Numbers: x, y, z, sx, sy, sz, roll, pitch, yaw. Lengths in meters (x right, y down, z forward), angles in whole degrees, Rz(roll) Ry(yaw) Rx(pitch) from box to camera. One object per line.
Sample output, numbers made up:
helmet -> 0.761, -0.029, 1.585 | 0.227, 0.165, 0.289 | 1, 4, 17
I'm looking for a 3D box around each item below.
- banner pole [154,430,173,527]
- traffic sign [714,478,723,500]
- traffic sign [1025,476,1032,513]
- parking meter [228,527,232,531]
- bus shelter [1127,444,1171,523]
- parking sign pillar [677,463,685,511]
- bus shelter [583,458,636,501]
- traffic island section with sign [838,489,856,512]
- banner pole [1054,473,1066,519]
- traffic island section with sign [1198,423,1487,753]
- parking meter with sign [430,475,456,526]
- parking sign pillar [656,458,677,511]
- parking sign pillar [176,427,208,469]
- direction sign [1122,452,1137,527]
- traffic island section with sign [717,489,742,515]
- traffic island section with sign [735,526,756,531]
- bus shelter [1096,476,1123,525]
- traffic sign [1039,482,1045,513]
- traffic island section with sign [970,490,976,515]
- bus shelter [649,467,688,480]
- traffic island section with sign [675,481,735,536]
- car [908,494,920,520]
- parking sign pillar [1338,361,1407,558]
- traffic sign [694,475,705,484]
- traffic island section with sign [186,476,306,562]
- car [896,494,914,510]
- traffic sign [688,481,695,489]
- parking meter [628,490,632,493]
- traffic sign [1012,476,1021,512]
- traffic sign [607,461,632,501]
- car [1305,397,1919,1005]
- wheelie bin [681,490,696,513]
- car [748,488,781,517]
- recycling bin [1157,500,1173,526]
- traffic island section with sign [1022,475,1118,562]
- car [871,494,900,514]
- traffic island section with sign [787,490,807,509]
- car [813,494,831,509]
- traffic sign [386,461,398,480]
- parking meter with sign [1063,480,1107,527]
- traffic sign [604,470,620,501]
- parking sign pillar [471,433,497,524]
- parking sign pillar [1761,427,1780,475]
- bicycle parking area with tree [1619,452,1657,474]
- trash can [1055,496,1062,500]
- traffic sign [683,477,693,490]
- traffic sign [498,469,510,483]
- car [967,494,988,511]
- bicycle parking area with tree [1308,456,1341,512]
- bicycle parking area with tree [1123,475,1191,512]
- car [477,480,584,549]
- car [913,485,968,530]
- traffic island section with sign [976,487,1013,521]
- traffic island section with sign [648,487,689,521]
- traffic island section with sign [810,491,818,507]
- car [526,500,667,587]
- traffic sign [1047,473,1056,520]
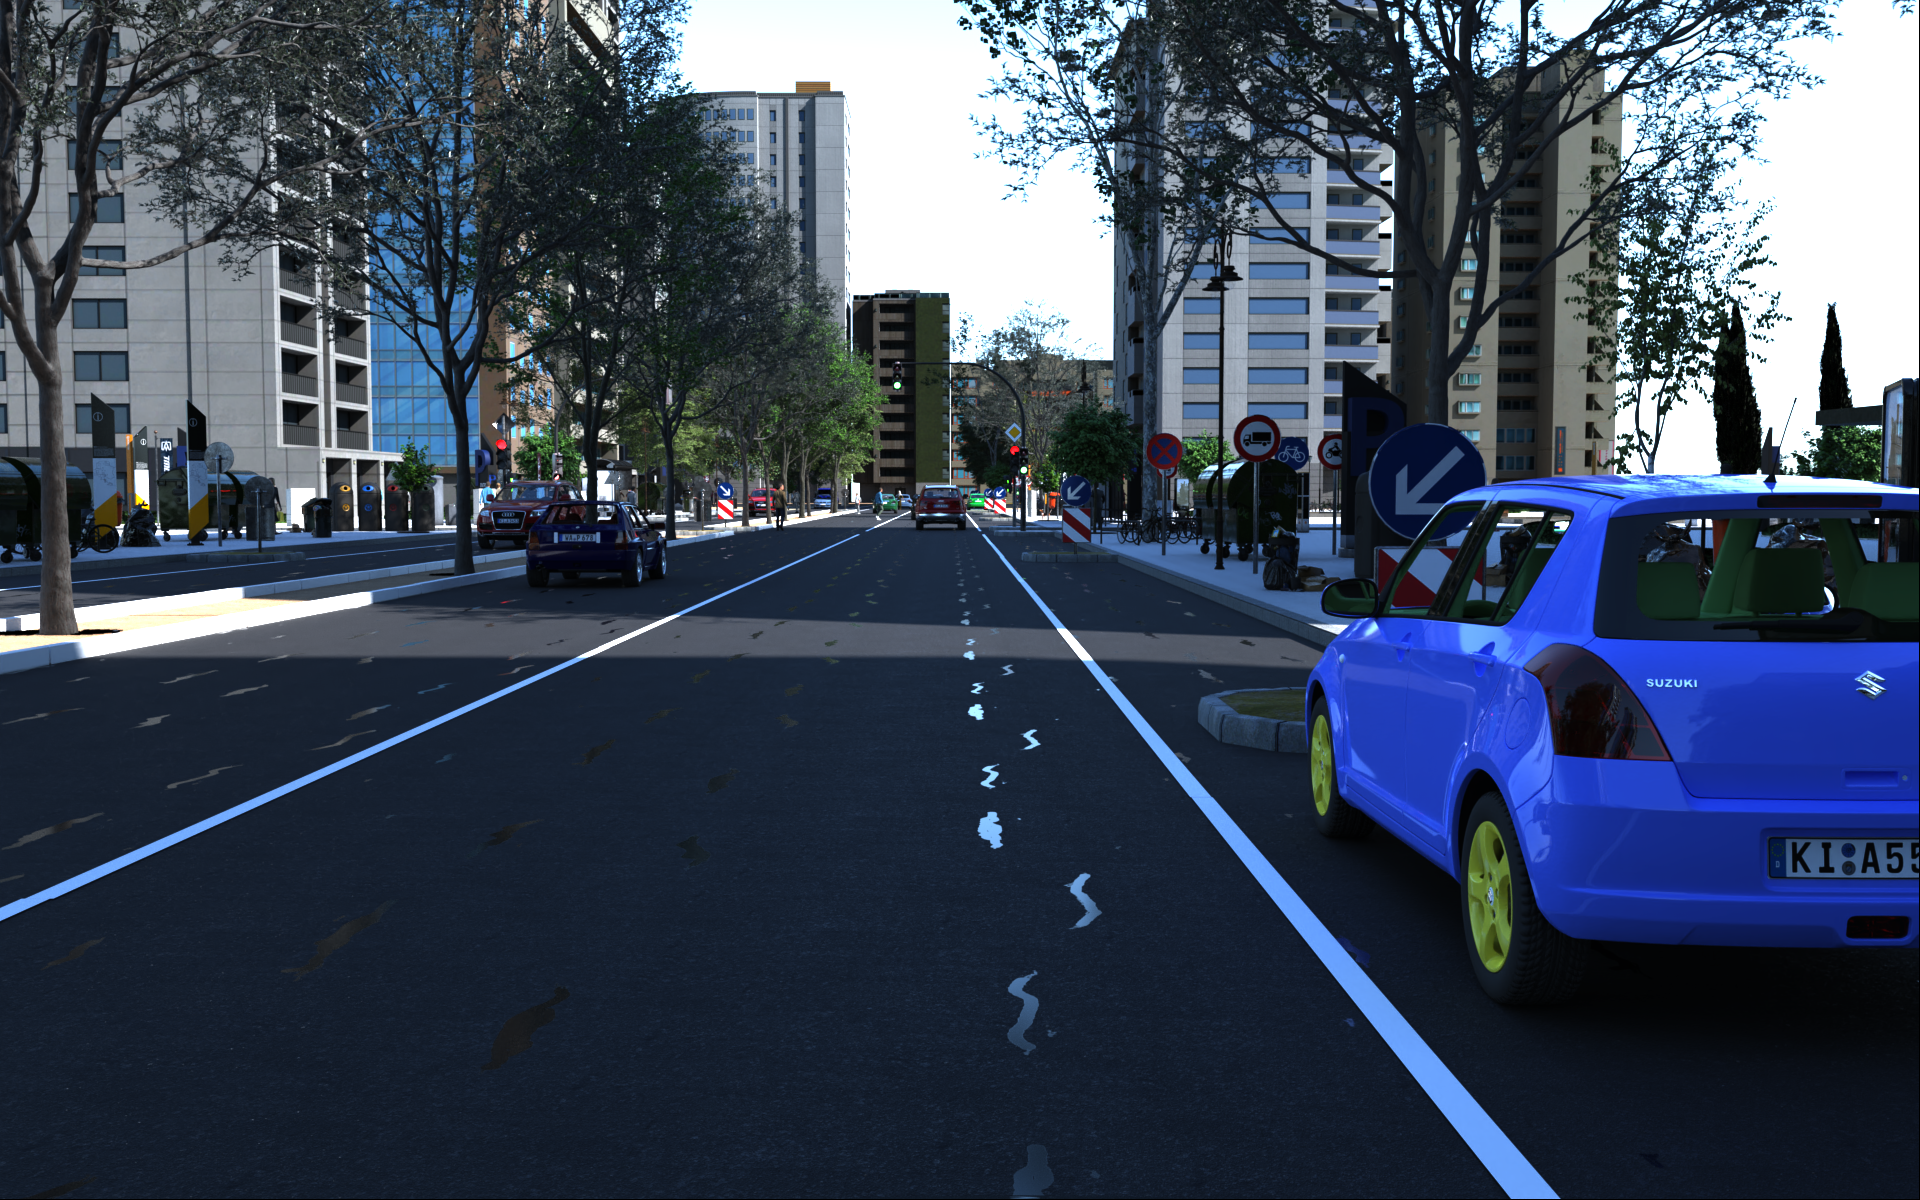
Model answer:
banner pole -> -31.378, -4.781, 68.190 | 0.863, 3.779, 0.401 | 0, 4, -6
traffic sign -> -18.686, -8.192, 134.037 | 0.768, 2.556, 0.104 | 1, 4, 9
traffic sign -> 4.698, -7.353, 120.328 | 0.768, 2.556, 0.104 | 0, 4, 3
parking meter -> -25.301, -3.331, 60.167 | 0.399, 1.863, 0.255 | 0, 4, -3
bus shelter -> 8.404, -5.343, 78.644 | 1.731, 3.624, 6.357 | 0, 4, 0
parking sign pillar -> -21.956, -8.934, 134.549 | 1.447, 3.967, 1.447 | 2, 4, 34
bus shelter -> -20.432, -6.562, 101.218 | 2.014, 3.302, 5.546 | 0, 4, 0
traffic island section with sign -> -9.510, -8.229, 142.682 | 2.006, 1.907, 1.989 | 0, 4, 0
banner pole -> 5.248, -6.057, 89.044 | 0.863, 3.779, 0.401 | -1, 4, -14
traffic island section with sign -> 2.494, -0.110, 10.419 | 1.989, 1.847, 2.006 | 0, 4, 0
parking meter with sign -> -21.278, -4.513, 70.052 | 1.738, 3.016, 0.543 | -3, 5, -41
parking sign pillar -> -20.832, -8.093, 120.785 | 1.447, 3.967, 1.447 | -1, 4, -22
parking sign pillar -> -30.939, -4.986, 69.985 | 1.447, 3.967, 1.447 | 0, 4, -3
direction sign -> 6.571, -4.622, 67.575 | 0.876, 3.537, 0.379 | -3, 4, -36
traffic island section with sign -> -15.761, -6.821, 120.154 | 1.989, 1.847, 2.006 | 0, 4, 0
traffic island section with sign -> -9.059, -3.634, 67.544 | 2.006, 1.907, 1.989 | 0, 4, 0
bus shelter -> 6.082, -4.973, 75.239 | 2.014, 3.302, 5.546 | 0, 4, 0
traffic sign -> 4.774, -5.970, 97.710 | 0.768, 2.556, 0.104 | 0, 4, 1
traffic island section with sign -> 1.852, -6.795, 119.720 | 1.989, 1.847, 2.006 | 0, 4, 0
bus shelter -> -21.522, -8.207, 128.110 | 2.014, 3.302, 5.546 | 0, 4, 0
traffic island section with sign -> -9.025, -3.180, 60.137 | 2.006, 1.907, 1.989 | 0, 4, 0
car -> -1.870, -5.309, 96.584 | 2.009, 1.686, 4.222 | 0, 4, -2
parking sign pillar -> 8.403, -2.846, 35.007 | 1.447, 3.967, 1.447 | 0, 4, -3
traffic sign -> -17.806, -7.227, 118.262 | 0.768, 2.556, 0.104 | 0, 4, 6
traffic island section with sign -> -15.280, -1.754, 37.313 | 1.989, 1.847, 2.006 | 0, 4, 0
car -> -5.318, -9.175, 162.020 | 2.014, 1.417, 4.499 | 0, 4, 0
traffic sign -> -20.592, -7.994, 132.833 | 0.606, 2.300, 0.079 | 0, 4, 5
parking meter -> -20.837, -6.205, 109.856 | 0.372, 1.533, 0.369 | 0, 3, 0
traffic sign -> 4.047, -7.449, 121.904 | 0.768, 2.556, 0.104 | 0, 4, 1
traffic sign -> -21.017, -6.806, 105.154 | 2.265, 3.308, 0.079 | 0, 4, 7
car -> 2.327, 0.211, 6.148 | 1.945, 1.707, 3.694 | 0, 4, 0
wheelie bin -> -18.901, -6.876, 120.337 | 0.980, 1.594, 0.693 | -1, 4, -22
car -> -12.426, -6.210, 110.203 | 2.281, 1.827, 5.304 | 0, 4, -2
recycling bin -> 8.274, -3.543, 70.486 | 0.722, 1.027, 0.722 | 1, 4, 13
traffic island section with sign -> 2.344, -1.758, 37.374 | 1.989, 1.847, 2.006 | 0, 4, 0
car -> -5.527, -7.129, 128.352 | 2.131, 1.459, 4.920 | 0, 4, -1
traffic island section with sign -> -16.059, -9.849, 169.653 | 1.989, 1.847, 2.006 | 0, 4, 0
car -> -13.098, -9.452, 166.539 | 2.014, 1.417, 4.499 | 0, 4, -2
traffic sign -> -22.016, -4.137, 67.640 | 0.884, 2.594, 0.081 | 0, 4, 7
parking meter with sign -> 4.936, -4.417, 68.472 | 1.738, 3.016, 0.543 | 1, 4, 10
traffic sign -> -18.742, -5.708, 93.331 | 0.884, 2.594, 0.081 | 0, 4, 2
parking sign pillar -> -20.686, -5.330, 75.612 | 1.447, 3.967, 1.447 | -3, 5, -39
parking sign pillar -> 32.844, -5.002, 70.248 | 1.447, 3.967, 1.447 | 1, 4, 14
bicycle parking area with tree -> 44.987, -7.855, 115.435 | 8.231, 4.147, 9.016 | -2, 4, -33
trash can -> 6.341, -6.075, 110.982 | 0.748, 1.137, 0.748 | 0, 3, 0
traffic sign -> -19.660, -7.643, 125.075 | 0.768, 2.556, 0.104 | 0, 4, 3
traffic sign -> -21.568, -5.014, 82.088 | 0.768, 2.556, 0.104 | 0, 4, 7
car -> 1.510, -8.712, 151.236 | 1.959, 1.807, 4.718 | 0, 4, -1
bicycle parking area with tree -> 28.150, -8.632, 128.131 | 9.016, 4.147, 8.231 | -3, 5, -41
bicycle parking area with tree -> 13.522, -8.273, 122.273 | 8.231, 4.147, 9.016 | 1, 4, 17
car -> -11.562, -2.355, 47.172 | 2.281, 1.827, 5.304 | 0, 4, 2
car -> -0.788, -3.795, 70.717 | 2.281, 1.827, 5.304 | 0, 4, -1
traffic island section with sign -> 2.011, -5.146, 92.766 | 1.989, 1.847, 2.006 | 0, 4, 0
traffic island section with sign -> -15.622, -5.156, 92.924 | 1.989, 1.847, 2.006 | 0, 4, 0
traffic island section with sign -> -16.217, -11.515, 196.905 | 1.989, 1.847, 2.006 | 0, 4, 0
car -> -5.830, -0.949, 28.095 | 1.945, 1.354, 3.894 | 0, 4, -1
traffic sign -> 4.339, -5.208, 85.262 | 0.768, 2.556, 0.104 | 0, 4, 4
